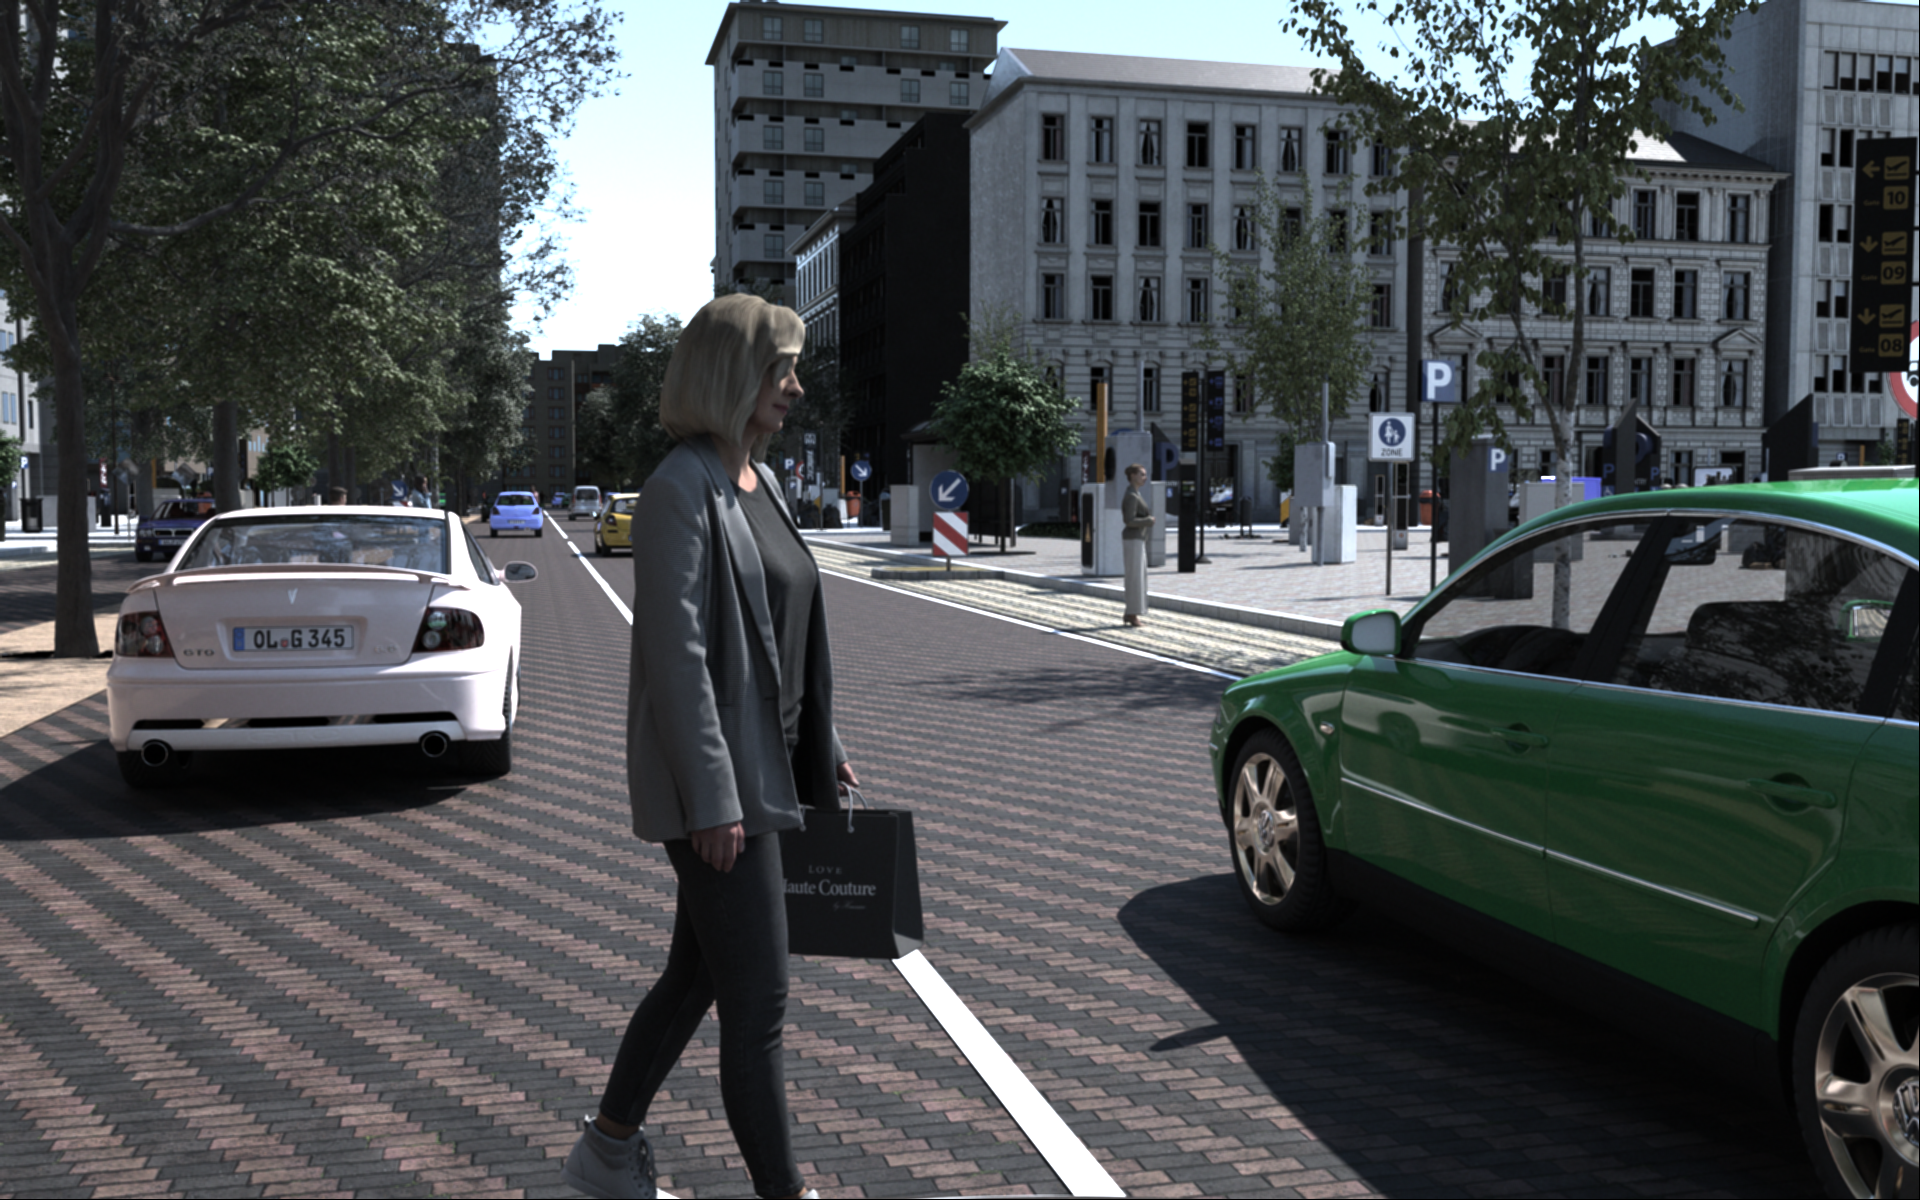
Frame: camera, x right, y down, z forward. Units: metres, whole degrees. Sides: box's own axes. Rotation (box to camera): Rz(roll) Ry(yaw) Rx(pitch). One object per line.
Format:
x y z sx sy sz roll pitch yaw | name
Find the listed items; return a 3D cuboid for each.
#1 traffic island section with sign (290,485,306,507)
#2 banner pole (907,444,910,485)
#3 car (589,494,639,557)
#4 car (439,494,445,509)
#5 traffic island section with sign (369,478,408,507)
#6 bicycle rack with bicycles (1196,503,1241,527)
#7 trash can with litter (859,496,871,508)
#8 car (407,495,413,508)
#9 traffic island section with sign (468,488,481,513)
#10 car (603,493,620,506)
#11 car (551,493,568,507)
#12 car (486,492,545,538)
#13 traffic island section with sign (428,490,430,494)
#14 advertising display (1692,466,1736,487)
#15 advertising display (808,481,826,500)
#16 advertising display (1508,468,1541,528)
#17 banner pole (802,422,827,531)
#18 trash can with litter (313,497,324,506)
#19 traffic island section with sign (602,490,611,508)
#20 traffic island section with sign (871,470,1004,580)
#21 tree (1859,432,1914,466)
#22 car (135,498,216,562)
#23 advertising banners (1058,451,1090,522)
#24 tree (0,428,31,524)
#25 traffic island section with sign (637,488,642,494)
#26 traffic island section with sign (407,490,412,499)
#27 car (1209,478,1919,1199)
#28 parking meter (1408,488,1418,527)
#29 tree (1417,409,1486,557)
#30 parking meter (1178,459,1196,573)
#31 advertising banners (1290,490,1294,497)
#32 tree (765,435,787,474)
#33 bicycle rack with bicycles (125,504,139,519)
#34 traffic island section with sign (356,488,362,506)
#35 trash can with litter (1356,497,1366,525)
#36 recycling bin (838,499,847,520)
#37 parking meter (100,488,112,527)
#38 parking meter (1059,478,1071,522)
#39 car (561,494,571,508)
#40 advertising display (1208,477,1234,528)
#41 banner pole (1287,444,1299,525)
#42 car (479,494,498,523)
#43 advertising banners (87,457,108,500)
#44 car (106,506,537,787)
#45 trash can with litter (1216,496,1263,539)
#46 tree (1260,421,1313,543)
-30.258 -4.318 79.227 1.989 1.847 2.006 -1 4 -14 | traffic island section with sign
-2.455 -5.828 85.304 0.401 3.779 0.863 0 4 3 | banner pole
-7.730 -1.885 41.044 2.015 1.641 3.980 -1 4 -15 | car
-44.321 -8.513 147.980 1.959 1.807 4.718 -1 4 -14 | car
-18.157 -2.934 56.104 2.006 1.907 1.989 -1 4 -14 | traffic island section with sign
9.410 -3.416 69.232 2.925 0.926 2.852 2 4 34 | bicycle rack with bicycles
-4.486 -4.566 86.047 1.055 1.170 0.624 1 4 20 | trash can with litter
-37.921 -6.671 121.438 2.083 1.381 4.827 -1 4 -14 | car
-36.247 -7.395 129.041 2.006 1.907 1.989 -1 4 -14 | traffic island section with sign
-27.326 -7.787 136.903 1.945 1.707 3.694 -1 4 -13 | car
-43.652 -10.974 189.007 1.945 1.707 3.694 -1 4 -15 | car
-14.972 -2.985 58.389 1.945 1.707 3.694 -1 4 -15 | car
-55.296 -10.494 180.210 1.989 1.847 2.006 -1 4 -14 | traffic island section with sign
17.434 -2.132 40.075 0.123 1.923 0.974 -3 5 -41 | advertising display
-7.193 -5.015 87.214 0.974 1.923 0.123 1 4 18 | advertising display
14.072 -2.331 43.329 0.974 1.923 0.123 -1 4 -16 | advertising display
-5.031 -4.279 59.985 0.863 3.779 0.401 -1 4 -18 | banner pole
-45.783 -6.896 124.142 0.624 1.170 1.055 2 4 25 | trash can with litter
-32.249 -9.123 157.796 1.989 1.847 2.006 -1 4 -14 | traffic island section with sign
-0.460 -1.278 29.517 1.989 1.847 2.006 -1 4 -14 | traffic island section with sign
28.888 -3.637 54.069 1.663 3.219 1.824 0 3 0 | tree
-16.875 -1.559 38.069 1.945 1.354 3.894 -1 4 -13 | car
4.649 -4.545 70.499 0.090 3.025 2.074 -2 4 -33 | advertising banners
-41.627 -5.531 74.139 4.285 4.588 4.351 0 3 0 | tree
-20.175 -6.143 109.073 1.989 1.847 2.006 -1 4 -14 | traffic island section with sign
-48.800 -8.894 154.046 1.989 1.847 2.006 -1 4 -14 | traffic island section with sign
2.195 0.259 4.564 1.959 1.807 4.718 -1 4 -15 | car
17.668 -3.615 67.518 0.372 1.533 0.369 0 3 0 | parking meter
10.492 -2.498 35.441 1.663 3.219 1.824 0 3 0 | tree
3.718 -1.386 28.365 0.255 1.863 0.399 0 4 1 | parking meter
12.296 -4.134 63.778 0.090 3.025 2.074 2 4 25 | advertising banners
-14.876 -10.842 127.632 4.737 8.622 4.395 0 3 0 | tree
-40.760 -4.606 88.696 2.925 0.926 2.852 1 4 11 | bicycle rack with bicycles
-36.847 -5.944 105.815 1.989 1.847 2.006 -1 4 -14 | traffic island section with sign
16.455 -3.795 73.114 2.233 1.210 1.678 0 4 7 | trash can with litter
-6.013 -4.439 85.134 0.722 1.027 0.722 2 4 29 | recycling bin
-33.320 -3.617 67.547 0.372 1.533 0.369 0 3 0 | parking meter
3.815 -3.507 63.056 0.399 1.863 0.255 2 4 24 | parking meter
-40.271 -10.415 179.083 1.959 1.807 4.718 -1 4 -15 | car
9.854 -3.683 65.428 0.974 1.923 0.123 -1 4 -11 | advertising display
13.899 -5.019 72.084 0.401 3.779 0.863 3 5 41 | banner pole
-23.608 -4.823 88.645 2.009 1.686 4.222 -1 4 -14 | car
-40.420 -5.161 80.572 0.090 3.025 2.074 1 4 20 | advertising banners
-3.515 0.144 10.007 2.083 1.381 4.827 -1 4 -13 | car
7.971 -2.383 50.014 1.678 1.210 2.233 3 5 40 | trash can with litter
8.831 -3.136 45.877 1.663 3.219 1.824 0 3 0 | tree
